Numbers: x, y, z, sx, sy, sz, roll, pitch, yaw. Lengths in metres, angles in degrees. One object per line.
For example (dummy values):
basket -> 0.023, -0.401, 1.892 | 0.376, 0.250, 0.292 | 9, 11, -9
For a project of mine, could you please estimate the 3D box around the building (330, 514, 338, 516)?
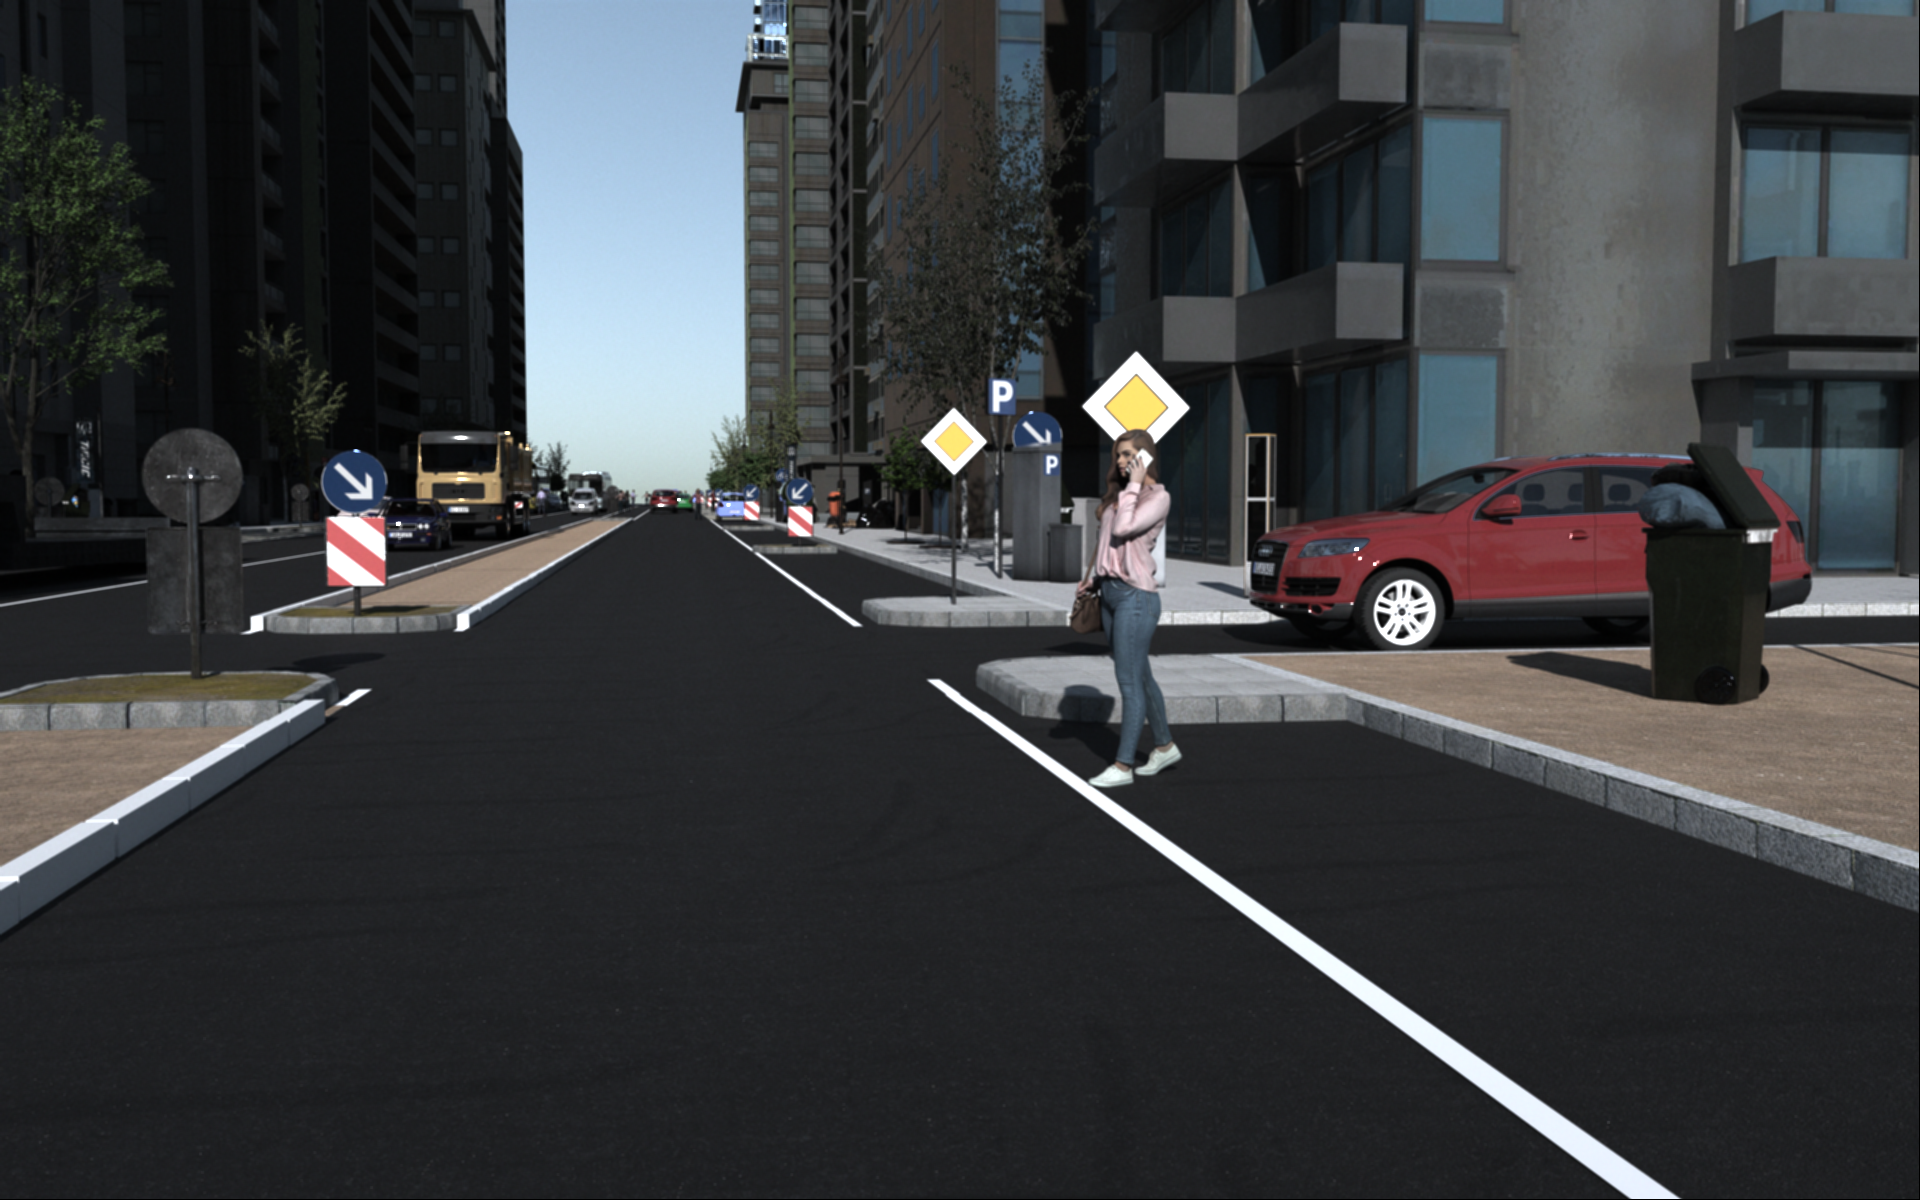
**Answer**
building -> -45.697, -40.397, 98.747 | 20.563, 71.187, 20.611 | -1, 4, -9

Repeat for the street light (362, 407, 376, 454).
street light -> -31.584, -7.331, 92.653 | 0.468, 5.910, 1.993 | -1, 4, -9

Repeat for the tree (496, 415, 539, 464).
tree -> -42.730, -12.891, 161.134 | 4.737, 8.622, 4.395 | 0, 3, 0

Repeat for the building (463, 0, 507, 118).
building -> -68.950, -48.521, 231.565 | 20.563, 71.187, 20.611 | -1, 4, -9

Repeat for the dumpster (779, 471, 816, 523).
dumpster -> -7.085, -4.470, 75.570 | 1.502, 2.255, 1.985 | -1, 4, -9

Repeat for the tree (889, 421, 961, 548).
tree -> -0.404, -2.865, 41.447 | 1.663, 3.219, 1.824 | 0, 3, 0

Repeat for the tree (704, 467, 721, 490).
tree -> -24.324, -12.167, 182.642 | 4.285, 4.588, 4.351 | 0, 3, 0

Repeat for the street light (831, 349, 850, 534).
street light -> -3.794, -5.042, 55.221 | 0.468, 5.910, 1.993 | -1, 4, -9

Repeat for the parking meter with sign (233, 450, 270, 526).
parking meter with sign -> -28.607, -4.493, 69.727 | 0.543, 3.016, 1.738 | 1, 4, 22

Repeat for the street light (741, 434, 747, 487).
street light -> -16.266, -9.657, 130.687 | 0.468, 5.910, 1.993 | -1, 4, -9

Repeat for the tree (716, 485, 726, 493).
tree -> -27.489, -12.612, 200.813 | 1.663, 3.219, 1.824 | 0, 3, 0

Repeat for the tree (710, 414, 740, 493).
tree -> -20.615, -12.712, 158.203 | 4.737, 8.622, 4.395 | 0, 3, 0

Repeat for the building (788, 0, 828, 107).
building -> -5.804, -27.261, 129.310 | 14.154, 41.232, 14.086 | -1, 4, -9

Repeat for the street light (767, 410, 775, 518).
street light -> -10.200, -7.391, 93.635 | 0.468, 5.910, 1.993 | -1, 4, -9

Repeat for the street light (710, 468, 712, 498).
street light -> -36.149, -17.061, 251.736 | 0.468, 5.910, 1.993 | -1, 4, -9

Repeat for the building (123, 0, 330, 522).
building -> -38.808, -24.339, 81.544 | 14.154, 41.232, 14.086 | -1, 4, -9

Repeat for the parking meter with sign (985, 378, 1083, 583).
parking meter with sign -> 1.124, -1.793, 25.577 | 0.543, 3.016, 1.738 | -3, 4, -38

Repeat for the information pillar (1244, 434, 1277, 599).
information pillar -> 3.677, -1.023, 21.213 | 0.304, 2.012, 0.304 | 2, 4, 26

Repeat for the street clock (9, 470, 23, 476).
street clock -> -27.976, -2.870, 51.503 | 0.471, 2.002, 0.358 | 0, 4, 6

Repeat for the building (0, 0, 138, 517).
building -> -40.584, -31.146, 51.239 | 21.231, 58.520, 28.212 | -1, 4, -9

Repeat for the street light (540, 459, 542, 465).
street light -> -51.386, -14.661, 212.490 | 0.468, 5.910, 1.993 | -1, 4, -9

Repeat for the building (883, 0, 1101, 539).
building -> 5.210, -24.814, 55.815 | 14.600, 45.320, 14.200 | -1, 4, -9

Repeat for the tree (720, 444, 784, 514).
tree -> -12.836, -7.840, 111.899 | 4.285, 4.588, 4.351 | 0, 3, 0

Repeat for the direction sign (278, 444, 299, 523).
direction sign -> -30.221, -5.262, 78.031 | 0.876, 3.537, 0.379 | -2, 4, -31

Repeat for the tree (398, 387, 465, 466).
tree -> -36.185, -10.296, 118.699 | 4.360, 8.622, 3.978 | 0, 3, 0

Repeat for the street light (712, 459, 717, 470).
street light -> -30.038, -14.748, 213.913 | 0.468, 5.910, 1.993 | -1, 4, -9

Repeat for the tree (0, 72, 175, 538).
tree -> -23.970, -7.232, 43.998 | 9.928, 11.665, 9.643 | 0, 3, 0

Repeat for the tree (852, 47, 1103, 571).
tree -> 0.566, -4.814, 29.076 | 4.360, 8.622, 3.978 | 0, 3, 0

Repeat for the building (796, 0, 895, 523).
building -> 8.295, -24.045, 85.012 | 32.217, 40.220, 23.993 | -1, 4, -9

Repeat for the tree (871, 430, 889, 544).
tree -> -1.526, -3.073, 44.847 | 1.663, 3.219, 1.824 | 0, 3, 0

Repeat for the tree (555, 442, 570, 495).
tree -> -55.825, -17.654, 239.003 | 4.737, 8.622, 4.395 | 0, 3, 0

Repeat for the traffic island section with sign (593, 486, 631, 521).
traffic island section with sign -> -18.649, -5.183, 92.879 | 2.006, 1.907, 1.989 | -1, 4, -9

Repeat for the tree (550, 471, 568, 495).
tree -> -56.915, -15.909, 243.824 | 4.285, 4.588, 4.351 | 0, 3, 0

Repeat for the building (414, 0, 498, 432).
building -> -65.307, -36.533, 186.546 | 28.713, 52.752, 27.495 | -1, 4, -9

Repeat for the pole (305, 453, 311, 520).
pole -> -31.721, -5.528, 84.227 | 0.158, 3.312, 0.155 | 0, 3, 0

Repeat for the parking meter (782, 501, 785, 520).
parking meter -> -8.864, -4.774, 86.467 | 0.372, 1.533, 0.369 | 0, 3, 0

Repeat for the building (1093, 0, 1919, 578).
building -> 17.775, -25.464, 35.941 | 30.456, 49.044, 23.786 | -1, 4, -9

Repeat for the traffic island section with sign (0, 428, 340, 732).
traffic island section with sign -> -5.223, -0.201, 11.428 | 2.006, 1.907, 1.989 | -1, 4, -9

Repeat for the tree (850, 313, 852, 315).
tree -> -0.132, -5.342, 37.697 | 4.360, 8.622, 3.978 | 0, 3, 0

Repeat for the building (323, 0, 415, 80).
building -> -50.346, -30.388, 120.540 | 21.300, 48.544, 21.600 | -1, 4, -9

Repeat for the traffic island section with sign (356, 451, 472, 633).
traffic island section with sign -> -6.418, -0.648, 18.738 | 2.006, 1.907, 1.989 | -1, 4, -9

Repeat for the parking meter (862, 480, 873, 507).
parking meter -> -3.768, -3.961, 70.470 | 0.399, 1.863, 0.255 | 0, 4, 4

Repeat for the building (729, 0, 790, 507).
building -> -20.212, -56.541, 237.122 | 22.319, 86.520, 31.000 | -1, 4, -9

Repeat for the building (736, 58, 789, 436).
building -> -12.078, -37.961, 209.903 | 28.713, 52.752, 27.495 | -1, 4, -9

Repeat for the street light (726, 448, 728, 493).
street light -> -22.662, -12.002, 169.025 | 0.468, 5.910, 1.993 | -1, 4, -9

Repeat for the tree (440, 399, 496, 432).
tree -> -39.109, -11.338, 135.735 | 4.737, 8.622, 4.395 | 0, 3, 0

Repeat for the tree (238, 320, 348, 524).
tree -> -28.531, -7.537, 73.595 | 4.737, 8.622, 4.395 | 0, 3, 0

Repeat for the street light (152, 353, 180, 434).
street light -> -25.504, -5.075, 55.757 | 0.468, 5.910, 1.993 | -1, 4, -9

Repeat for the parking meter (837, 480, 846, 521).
parking meter -> -4.787, -3.928, 69.939 | 0.255, 1.863, 0.399 | 1, 4, 11

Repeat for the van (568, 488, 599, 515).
van -> -25.599, -6.785, 117.949 | 2.013, 2.044, 4.112 | 0, 4, -8

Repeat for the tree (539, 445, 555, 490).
tree -> -47.649, -14.543, 188.146 | 4.737, 8.622, 4.395 | 0, 3, 0

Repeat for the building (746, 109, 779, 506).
building -> -16.148, -30.878, 188.447 | 14.154, 41.232, 14.086 | -1, 4, -9

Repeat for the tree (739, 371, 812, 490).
tree -> -10.743, -9.394, 103.955 | 4.737, 8.622, 4.395 | 0, 3, 0

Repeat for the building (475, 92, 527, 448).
building -> -64.984, -35.955, 211.558 | 21.300, 48.544, 21.600 | -1, 4, -9

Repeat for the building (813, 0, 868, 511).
building -> 0.324, -41.199, 111.854 | 20.563, 71.187, 20.611 | -1, 4, -9

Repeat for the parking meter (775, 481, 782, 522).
parking meter -> -8.238, -4.469, 78.778 | 0.255, 1.863, 0.399 | -1, 4, -15
